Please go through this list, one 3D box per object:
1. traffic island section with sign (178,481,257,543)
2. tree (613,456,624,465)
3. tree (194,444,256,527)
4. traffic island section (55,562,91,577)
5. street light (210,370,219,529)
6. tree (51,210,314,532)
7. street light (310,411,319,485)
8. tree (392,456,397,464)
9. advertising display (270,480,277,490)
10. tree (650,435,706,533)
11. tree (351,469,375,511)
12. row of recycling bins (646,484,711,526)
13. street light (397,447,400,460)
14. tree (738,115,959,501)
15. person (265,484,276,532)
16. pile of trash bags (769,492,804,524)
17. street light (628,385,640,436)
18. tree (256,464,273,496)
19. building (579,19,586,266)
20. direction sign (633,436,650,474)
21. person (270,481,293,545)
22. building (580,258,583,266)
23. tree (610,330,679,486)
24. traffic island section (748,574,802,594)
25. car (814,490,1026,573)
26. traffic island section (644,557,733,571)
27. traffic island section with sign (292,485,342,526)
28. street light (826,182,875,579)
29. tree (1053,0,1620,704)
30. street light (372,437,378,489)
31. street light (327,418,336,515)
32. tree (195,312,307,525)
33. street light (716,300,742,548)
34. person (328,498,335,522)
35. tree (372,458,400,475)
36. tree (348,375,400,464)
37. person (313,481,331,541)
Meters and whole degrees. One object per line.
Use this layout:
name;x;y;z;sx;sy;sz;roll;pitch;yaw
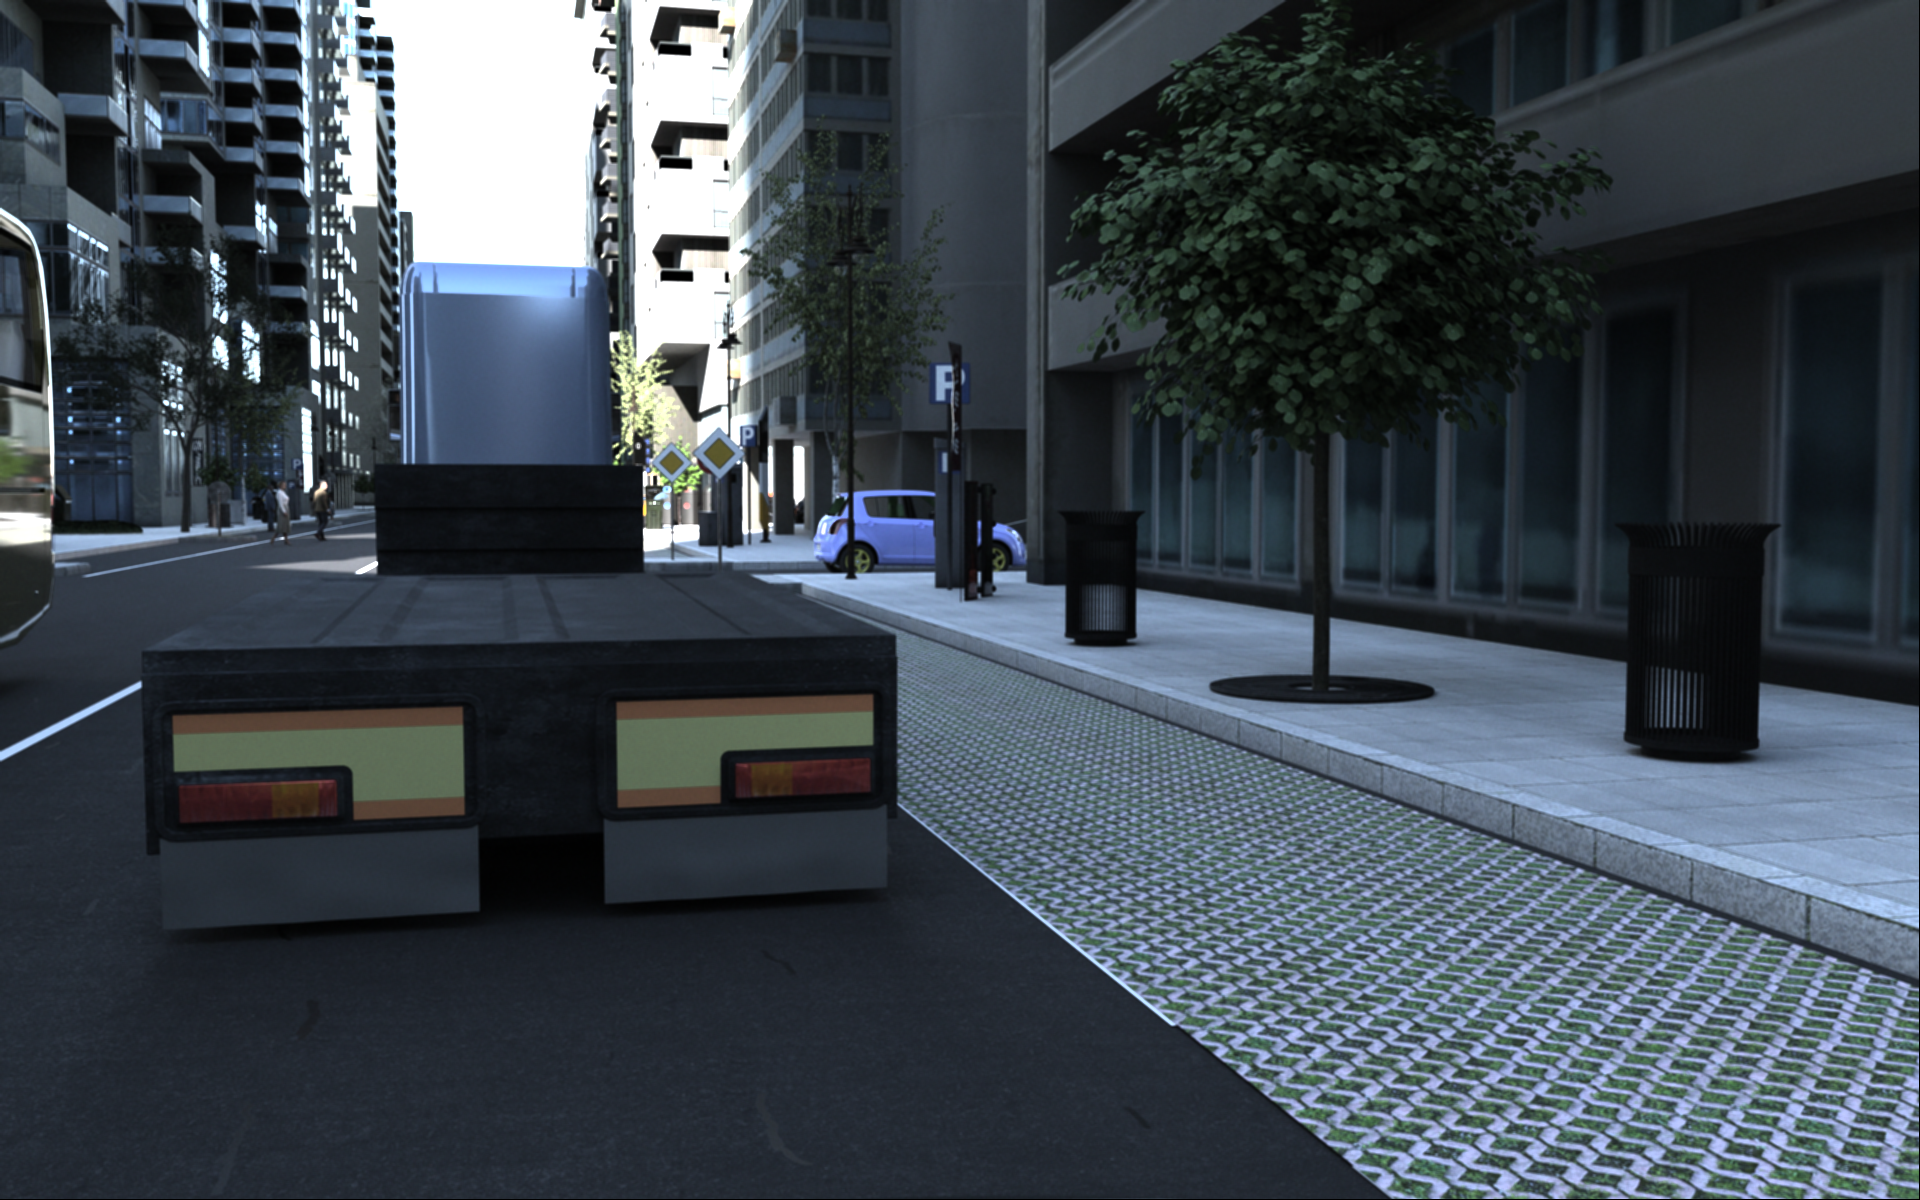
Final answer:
traffic island section with sign;-22.328;-2.664;52.185;1.989;1.847;2.006;-1;4;-14
tree;-17.175;-5.636;86.748;1.663;3.219;1.824;0;3;0
tree;-28.481;-4.419;66.849;1.663;3.219;1.824;0;3;0
traffic island section;-16.804;-0.526;30.874;2.009;0.180;2.903;-1;4;-14
street light;-27.517;-5.586;64.116;0.468;5.910;1.993;-1;4;-14
tree;-25.977;-7.537;57.635;8.767;10.594;7.601;-1;4;-21
street light;-36.015;-7.582;96.761;0.468;5.910;1.993;-1;4;-14
tree;-61.060;-14.805;192.423;4.737;8.622;4.395;0;3;0
advertising display;-31.950;-4.617;80.695;0.123;1.923;0.974;-2;4;-32
tree;-9.088;-3.802;56.761;1.663;3.219;1.824;0;3;0
tree;-45.228;-8.375;131.525;1.663;3.219;1.824;0;3;0
row of recycling bins;-11.474;-3.888;70.682;3.534;1.692;1.069;0;4;4
street light;-54.657;-12.006;169.080;0.468;5.910;1.993;-1;4;-14
tree;-2.269;-5.160;34.736;4.737;8.622;4.395;0;3;0
person;-26.276;-3.506;66.005;0.419;1.800;0.721;-2;4;-31
pile of trash bags;-7.772;-4.371;81.225;1.912;1.369;3.447;-3;5;-43
street light;-13.801;-6.154;73.408;0.468;5.910;1.993;-1;4;-14
tree;-40.024;-6.335;98.178;1.663;3.219;1.824;0;3;0
building;-41.254;-48.333;228.500;20.563;71.187;20.611;-1;4;-14
direction sign;-12.471;-4.640;67.854;0.379;3.537;0.876;3;4;37
person;-18.979;-2.424;48.360;0.641;1.798;0.478;0;4;8
building;-42.278;-34.339;253.321;32.217;40.220;23.993;-1;4;-14
tree;-14.371;-7.763;77.295;4.737;8.622;4.395;0;3;0
traffic island section;-3.582;-0.229;26.025;2.009;0.180;2.903;-1;4;-14
car;-0.688;-1.266;30.296;3.694;1.707;1.945;-1;4;-15
traffic island section;-5.579;-0.702;33.757;2.009;0.180;2.903;-1;4;-14
traffic island section with sign;-29.055;-4.261;78.290;1.989;1.847;2.006;-1;4;-14
street light;-1.647;-3.257;26.035;0.468;5.910;1.993;-1;4;-14
tree;2.306;-1.683;11.226;4.285;4.588;4.351;0;3;0
street light;-46.322;-10.048;137.071;0.468;5.910;1.993;-1;4;-14
street light;-37.916;-8.063;104.620;0.468;5.910;1.993;-1;4;-14
tree;-29.199;-7.377;70.975;4.737;8.622;4.395;0;3;0
street light;-5.513;-4.196;41.387;0.468;5.910;1.993;-1;4;-14
person;-32.074;-4.599;88.370;0.352;1.250;0.332;0;4;3
tree;-51.905;-10.643;157.719;4.285;4.588;4.351;0;3;0
tree;-57.541;-16.357;177.802;12.009;13.543;11.850;0;3;0
person;-19.602;-2.740;53.217;0.656;1.842;0.836;0;4;5
